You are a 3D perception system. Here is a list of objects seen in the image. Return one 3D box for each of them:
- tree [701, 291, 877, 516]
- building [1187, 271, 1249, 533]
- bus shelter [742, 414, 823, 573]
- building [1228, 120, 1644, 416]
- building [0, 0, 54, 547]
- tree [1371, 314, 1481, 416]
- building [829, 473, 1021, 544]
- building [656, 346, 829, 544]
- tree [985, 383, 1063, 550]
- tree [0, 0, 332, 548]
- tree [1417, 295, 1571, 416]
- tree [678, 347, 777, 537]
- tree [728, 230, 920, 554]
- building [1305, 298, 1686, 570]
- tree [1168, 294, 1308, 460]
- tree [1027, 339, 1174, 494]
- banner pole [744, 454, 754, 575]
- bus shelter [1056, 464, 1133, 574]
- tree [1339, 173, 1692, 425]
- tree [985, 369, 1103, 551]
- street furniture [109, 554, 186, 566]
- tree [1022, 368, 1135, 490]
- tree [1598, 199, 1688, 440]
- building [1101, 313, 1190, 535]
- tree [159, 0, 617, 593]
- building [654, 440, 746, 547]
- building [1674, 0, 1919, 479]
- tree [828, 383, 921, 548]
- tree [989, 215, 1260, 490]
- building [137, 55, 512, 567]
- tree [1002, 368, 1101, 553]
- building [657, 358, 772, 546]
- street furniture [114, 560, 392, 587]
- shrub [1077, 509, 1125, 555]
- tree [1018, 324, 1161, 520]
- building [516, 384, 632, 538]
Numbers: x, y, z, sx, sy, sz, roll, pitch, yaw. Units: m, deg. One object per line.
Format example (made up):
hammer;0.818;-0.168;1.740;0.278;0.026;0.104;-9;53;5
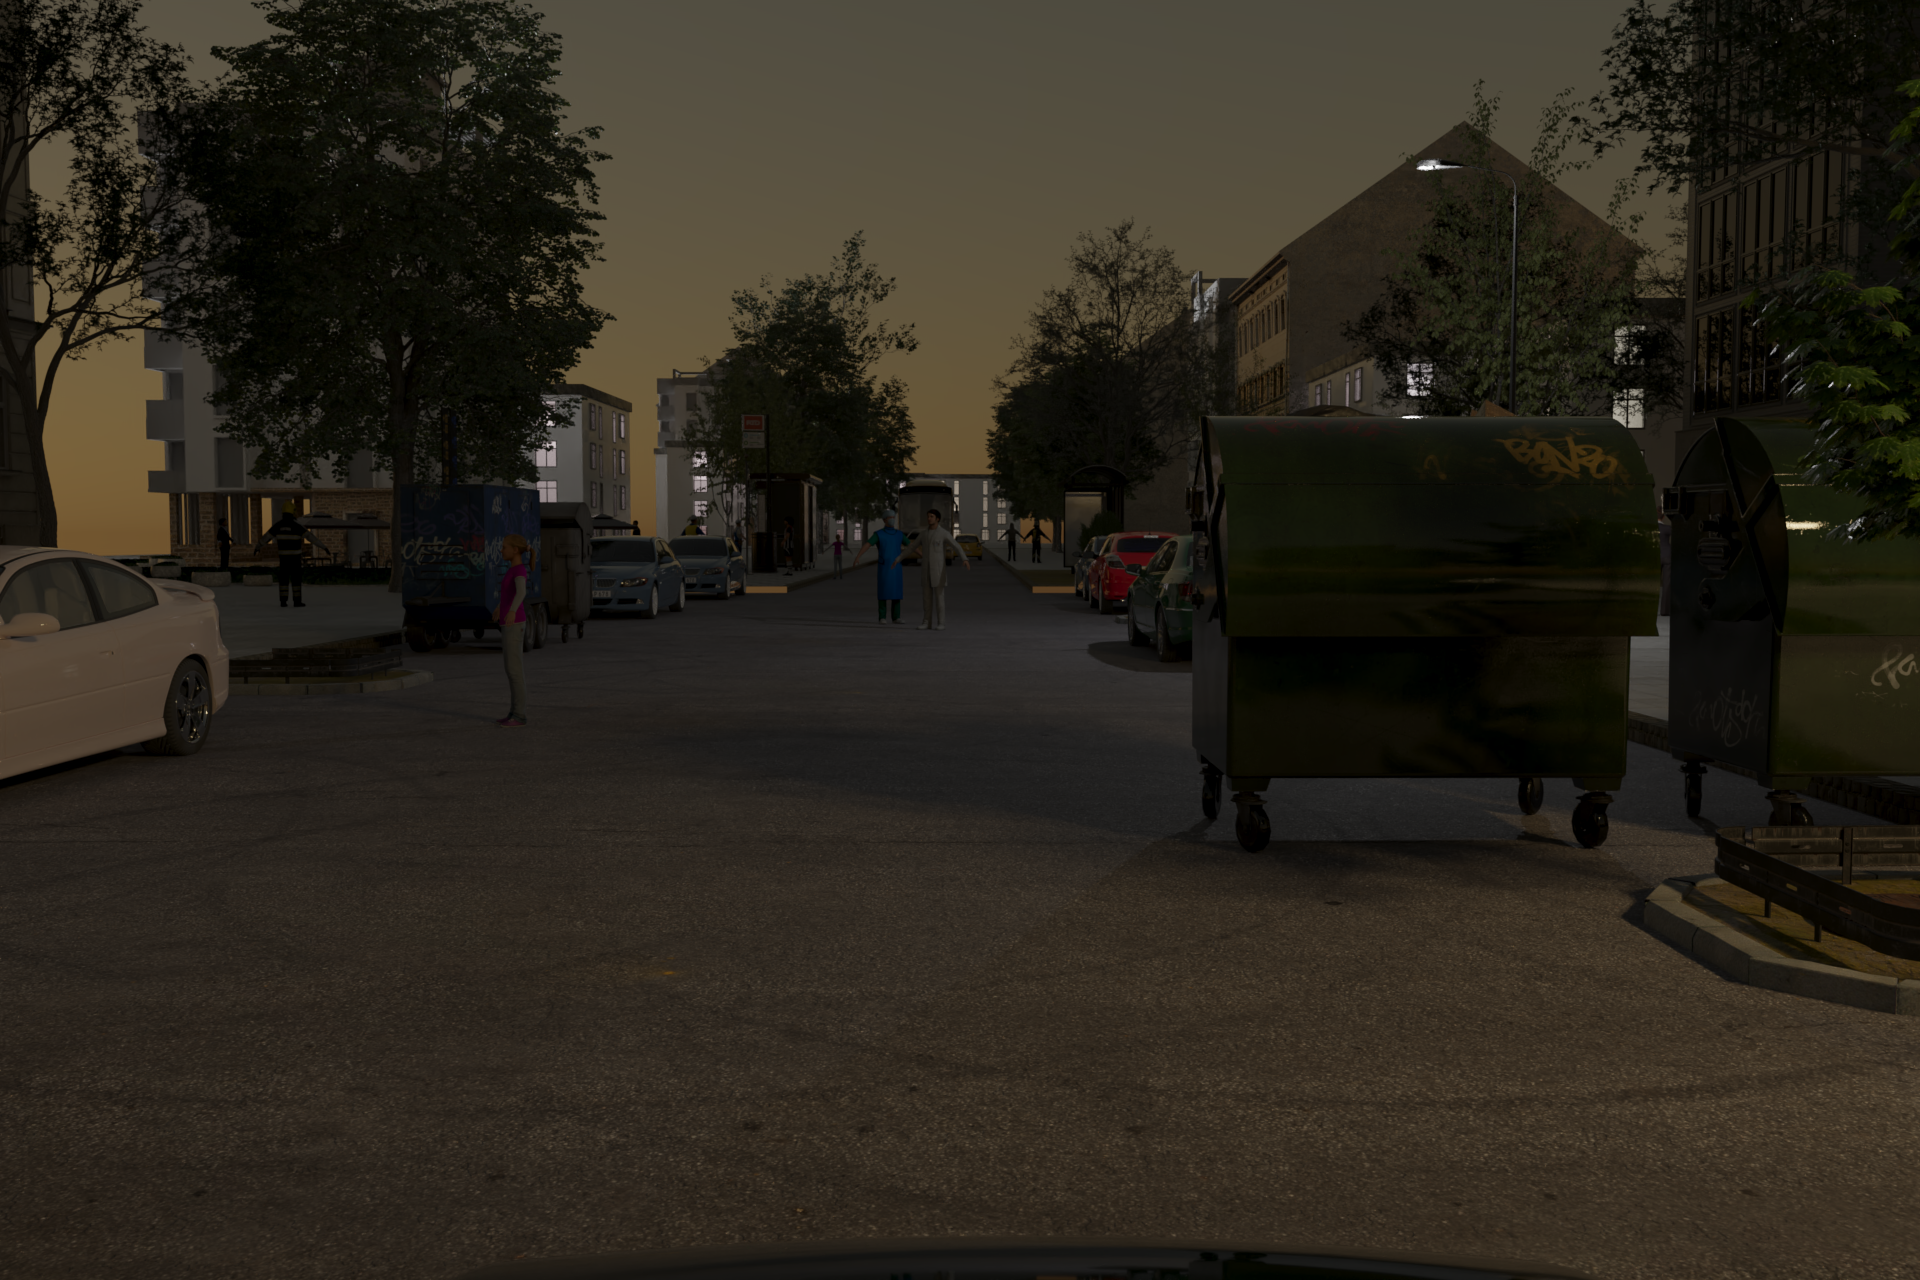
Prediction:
tree;-8.938;-11.372;92.592;9.857;13.997;8.962;0;3;0
building;21.797;-16.456;125.483;16.016;20.090;11.380;0;4;0
bus shelter;-6.215;-5.081;60.714;2.179;5.291;8.768;0;4;0
building;26.822;-16.559;101.672;19.493;23.208;18.063;0;4;0
building;-31.813;-12.183;31.212;16.112;23.069;30.059;0;4;1
tree;16.038;-6.560;57.610;4.360;8.622;3.978;0;3;0
building;-5.476;-17.907;237.383;28.070;9.664;9.099;-1;4;-9
building;-25.961;-23.314;212.109;19.493;23.208;18.063;0;4;-1
tree;6.439;-14.449;142.901;9.857;13.997;8.962;0;3;0
tree;-12.192;-5.404;22.768;7.601;10.594;8.767;2;4;31
tree;15.439;-6.152;50.955;4.737;8.622;4.395;0;3;0
tree;-9.284;-7.248;68.864;4.737;8.622;4.395;0;3;0
tree;-8.543;-15.491;109.162;12.611;20.169;13.585;0;3;0
building;22.419;-8.166;75.656;9.099;9.664;28.070;0;4;0
tree;8.010;-6.308;53.503;4.360;8.622;3.978;0;3;0
tree;6.713;-9.106;83.296;7.601;10.594;8.767;-1;4;-21
banner pole;-6.690;-3.953;54.653;0.401;3.779;0.863;0;4;2
bus shelter;4.055;-3.610;52.941;2.014;3.302;5.546;0;4;1
tree;14.018;-6.696;43.900;8.767;10.594;7.601;0;4;8
tree;6.974;-13.507;127.500;9.857;13.997;8.962;0;3;0
street furniture;-28.508;-2.471;56.029;5.734;0.657;10.072;-2;4;-35
tree;7.266;-10.844;103.058;9.928;11.665;9.643;0;3;0
tree;24.998;-8.900;55.890;12.009;13.543;11.850;0;3;0
building;23.004;-20.490;165.940;19.493;23.208;18.063;0;4;0
tree;-12.180;-8.025;37.870;9.857;13.997;8.962;0;3;0
building;-25.348;-13.893;169.293;9.099;9.664;28.070;0;4;1
building;26.802;-13.113;33.468;14.314;24.678;30.058;0;4;1
tree;-8.171;-14.701;147.011;9.857;13.997;8.962;0;3;0
tree;6.165;-9.623;67.708;12.009;13.543;11.850;0;3;0
building;-26.490;-13.059;69.929;16.016;20.090;11.380;0;3;0
tree;6.679;-12.154;116.850;7.486;12.596;7.792;0;3;0
building;-26.531;-20.252;187.531;16.016;20.090;11.380;0;3;0
street furniture;-17.066;-1.773;44.615;10.072;0.657;5.734;-1;4;-14
shrub;4.014;-2.636;47.514;1.690;2.028;1.600;0;3;0
tree;6.901;-10.667;92.526;7.486;12.596;7.792;0;3;0
building;-25.508;-10.321;110.901;9.099;9.664;28.070;0;4;0
